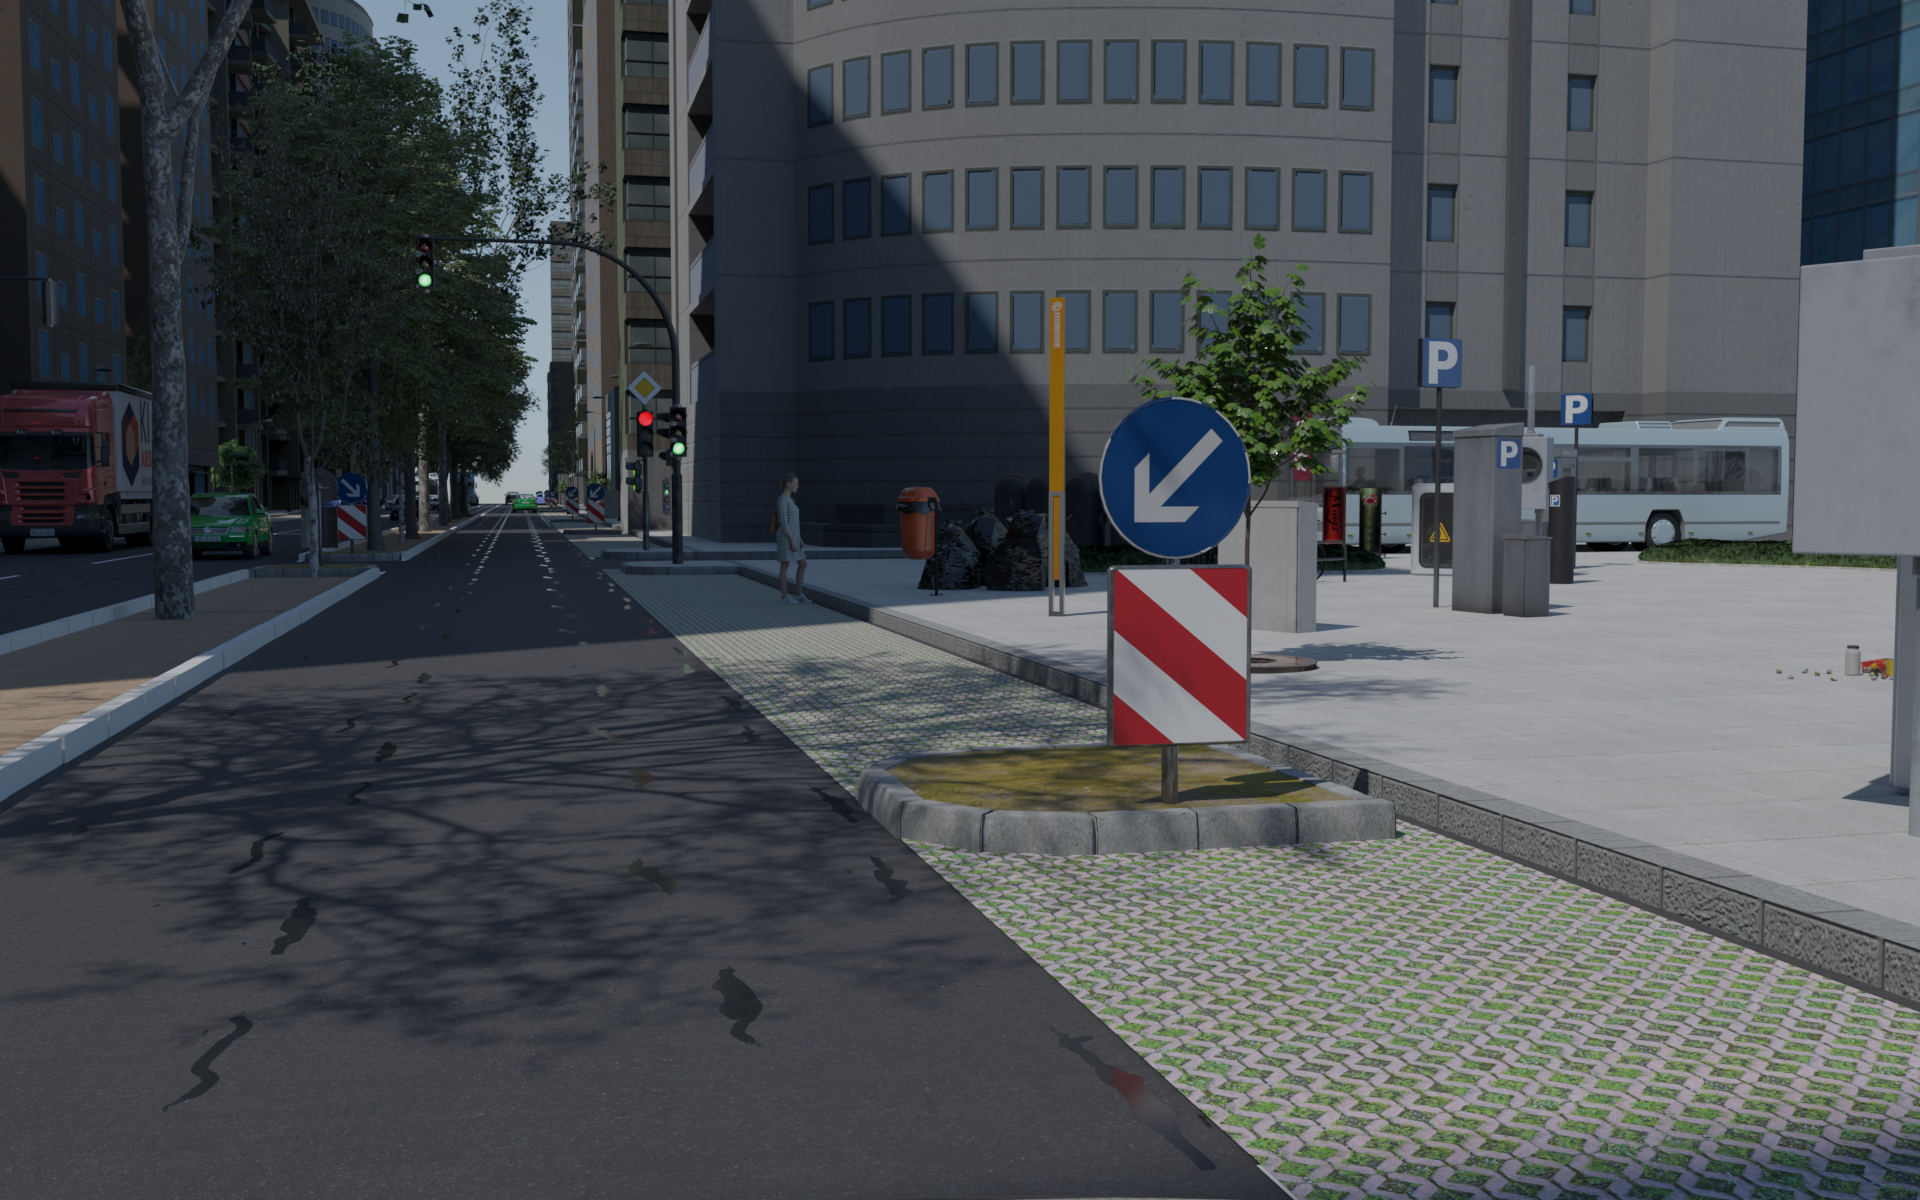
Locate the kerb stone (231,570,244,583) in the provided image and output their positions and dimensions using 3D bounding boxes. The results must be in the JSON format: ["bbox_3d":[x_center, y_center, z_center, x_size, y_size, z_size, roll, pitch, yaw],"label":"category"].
[{"bbox_3d":[-11.782,-0.357,28.040,0.120,0.150,1.000,-1,4,-14],"label":"kerb stone"}]

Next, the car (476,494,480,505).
[{"bbox_3d":[-65.215,-13.600,231.407,2.155,1.783,4.494,-1,4,-16],"label":"car"}]

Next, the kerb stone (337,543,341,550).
[{"bbox_3d":[-15.711,-1.301,43.473,0.120,0.150,1.000,-1,4,-14],"label":"kerb stone"}]

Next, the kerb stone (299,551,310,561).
[{"bbox_3d":[-14.197,-0.935,37.516,0.120,0.150,1.000,-1,4,-14],"label":"kerb stone"}]

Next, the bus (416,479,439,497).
[{"bbox_3d":[-62.952,-12.899,205.754,2.948,3.499,13.247,-1,4,-13],"label":"bus"}]

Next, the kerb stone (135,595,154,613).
[{"bbox_3d":[-10.015,0.073,21.085,0.120,0.150,1.000,-1,4,-14],"label":"kerb stone"}]

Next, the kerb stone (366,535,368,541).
[{"bbox_3d":[-17.737,-1.781,51.413,0.120,0.150,1.000,-1,4,-14],"label":"kerb stone"}]

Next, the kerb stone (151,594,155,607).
[{"bbox_3d":[-10.265,0.008,22.083,0.120,0.150,1.000,-1,4,-14],"label":"kerb stone"}]

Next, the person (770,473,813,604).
[{"bbox_3d":[-2.218,-0.794,22.492,0.522,1.701,0.512,0,4,7],"label":"person"}]

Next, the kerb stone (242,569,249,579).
[{"bbox_3d":[-12.037,-0.416,29.031,0.120,0.150,1.000,-1,4,-14],"label":"kerb stone"}]

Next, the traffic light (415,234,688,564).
[{"bbox_3d":[-7.223,-3.450,31.069,4.771,5.953,1.251,-1,4,-14],"label":"traffic light"}]

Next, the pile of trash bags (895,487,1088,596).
[{"bbox_3d":[0.240,-0.824,23.222,1.912,1.369,3.447,2,4,32],"label":"pile of trash bags"}]

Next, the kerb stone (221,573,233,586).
[{"bbox_3d":[-11.537,-0.297,27.044,0.120,0.150,1.000,-1,4,-14],"label":"kerb stone"}]

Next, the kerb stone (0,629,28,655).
[{"bbox_3d":[-8.744,0.372,16.106,0.120,0.150,1.000,-1,4,-14],"label":"kerb stone"}]

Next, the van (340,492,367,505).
[{"bbox_3d":[-42.381,-7.171,121.636,2.240,2.365,5.245,-1,4,-15],"label":"van"}]

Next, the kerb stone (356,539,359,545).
[{"bbox_3d":[-16.976,-1.603,48.427,0.120,0.150,1.000,-1,4,-14],"label":"kerb stone"}]

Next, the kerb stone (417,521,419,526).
[{"bbox_3d":[-25.585,-3.670,82.226,0.120,0.150,1.000,-1,4,-14],"label":"kerb stone"}]

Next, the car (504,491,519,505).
[{"bbox_3d":[-59.503,-13.568,230.507,2.281,1.827,5.304,-1,4,-14],"label":"car"}]

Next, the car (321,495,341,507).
[{"bbox_3d":[-46.555,-7.229,127.786,1.945,1.707,3.694,-1,4,-15],"label":"car"}]

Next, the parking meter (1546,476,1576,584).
[{"bbox_3d":[8.588,-0.999,24.752,0.372,1.533,0.369,0,3,0],"label":"parking meter"}]

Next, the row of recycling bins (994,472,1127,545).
[{"bbox_3d":[2.080,-1.555,32.543,3.534,1.692,1.069,3,5,39],"label":"row of recycling bins"}]

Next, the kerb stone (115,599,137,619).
[{"bbox_3d":[-9.748,0.129,20.090,0.120,0.150,1.000,-1,4,-14],"label":"kerb stone"}]

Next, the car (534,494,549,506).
[{"bbox_3d":[-51.288,-12.413,212.545,1.945,1.707,3.694,-1,4,-14],"label":"car"}]

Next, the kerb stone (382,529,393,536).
[{"bbox_3d":[-20.268,-2.393,61.352,0.120,0.150,1.000,-1,4,-14],"label":"kerb stone"}]

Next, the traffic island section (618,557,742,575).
[{"bbox_3d":[-5.176,-0.585,31.846,2.009,0.180,2.903,-1,4,-14],"label":"traffic island section"}]

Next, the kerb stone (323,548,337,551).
[{"bbox_3d":[-15.462,-1.237,42.481,0.120,0.150,1.000,-1,4,-14],"label":"kerb stone"}]

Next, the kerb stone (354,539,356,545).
[{"bbox_3d":[-16.725,-1.544,47.436,0.120,0.150,1.000,-1,4,-14],"label":"kerb stone"}]

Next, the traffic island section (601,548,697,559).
[{"bbox_3d":[-7.147,-1.058,39.585,2.009,0.180,2.903,-1,4,-14],"label":"traffic island section"}]

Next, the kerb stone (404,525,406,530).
[{"bbox_3d":[-22.039,-2.821,68.321,0.120,0.150,1.000,-1,4,-14],"label":"kerb stone"}]

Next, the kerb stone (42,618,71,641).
[{"bbox_3d":[-9.003,0.315,17.108,0.120,0.150,1.000,-1,4,-14],"label":"kerb stone"}]

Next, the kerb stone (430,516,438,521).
[{"bbox_3d":[-28.875,-4.458,95.130,0.120,0.150,1.000,-1,4,-14],"label":"kerb stone"}]

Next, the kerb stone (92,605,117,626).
[{"bbox_3d":[-9.501,0.189,19.098,0.120,0.150,1.000,-1,4,-14],"label":"kerb stone"}]

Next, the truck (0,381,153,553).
[{"bbox_3d":[-22.879,-3.457,45.442,2.839,4.237,11.283,-1,4,-15],"label":"truck"}]

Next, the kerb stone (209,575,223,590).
[{"bbox_3d":[-11.276,-0.236,26.055,0.120,0.150,1.000,-1,4,-14],"label":"kerb stone"}]

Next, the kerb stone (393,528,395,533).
[{"bbox_3d":[-20.519,-2.455,62.344,0.120,0.150,1.000,-1,4,-14],"label":"kerb stone"}]

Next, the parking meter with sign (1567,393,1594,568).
[{"bbox_3d":[10.119,-2.030,29.450,0.543,3.016,1.738,3,5,43],"label":"parking meter with sign"}]

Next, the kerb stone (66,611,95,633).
[{"bbox_3d":[-9.251,0.251,18.099,0.120,0.150,1.000,-1,4,-14],"label":"kerb stone"}]

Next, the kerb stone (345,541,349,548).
[{"bbox_3d":[-16.217,-1.422,45.456,0.120,0.150,1.000,-1,4,-14],"label":"kerb stone"}]

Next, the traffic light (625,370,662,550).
[{"bbox_3d":[-7.189,-3.091,39.461,0.839,4.253,0.868,-1,4,-14],"label":"traffic light"}]

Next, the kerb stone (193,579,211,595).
[{"bbox_3d":[-11.025,-0.174,25.064,0.120,0.150,1.000,-1,4,-14],"label":"kerb stone"}]

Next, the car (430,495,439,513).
[{"bbox_3d":[-40.724,-7.371,133.102,1.945,1.354,3.894,-1,4,-14],"label":"car"}]

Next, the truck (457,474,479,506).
[{"bbox_3d":[-60.941,-13.703,213.803,2.967,4.110,18.799,-1,4,-14],"label":"truck"}]

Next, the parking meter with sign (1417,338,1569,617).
[{"bbox_3d":[5.698,-1.375,18.738,0.543,3.016,1.738,-1,4,-22],"label":"parking meter with sign"}]

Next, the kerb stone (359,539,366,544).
[{"bbox_3d":[-17.481,-1.723,50.417,0.120,0.150,1.000,-1,4,-14],"label":"kerb stone"}]

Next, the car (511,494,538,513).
[{"bbox_3d":[-32.822,-7.446,130.545,1.959,1.807,4.718,-1,4,-15],"label":"car"}]

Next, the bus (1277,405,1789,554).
[{"bbox_3d":[13.234,-2.830,41.130,13.247,3.499,2.948,-1,4,-16],"label":"bus"}]

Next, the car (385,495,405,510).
[{"bbox_3d":[-51.827,-8.995,159.429,2.083,1.381,4.827,-1,4,-13],"label":"car"}]

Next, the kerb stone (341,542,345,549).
[{"bbox_3d":[-15.964,-1.358,44.463,0.120,0.150,1.000,-1,4,-14],"label":"kerb stone"}]

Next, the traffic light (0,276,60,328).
[{"bbox_3d":[-21.278,-3.746,35.908,4.771,5.953,1.251,-1,4,-14],"label":"traffic light"}]

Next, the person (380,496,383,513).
[{"bbox_3d":[-43.997,-7.320,131.365,0.799,1.438,0.628,2,4,31],"label":"person"}]

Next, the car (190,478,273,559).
[{"bbox_3d":[-16.736,-1.865,39.282,1.959,1.807,4.718,-1,4,-15],"label":"car"}]

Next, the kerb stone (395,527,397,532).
[{"bbox_3d":[-20.772,-2.506,63.341,0.120,0.150,1.000,-1,4,-14],"label":"kerb stone"}]

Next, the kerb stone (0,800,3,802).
[{"bbox_3d":[-4.435,0.887,7.687,0.120,0.150,1.000,-1,4,-14],"label":"kerb stone"}]

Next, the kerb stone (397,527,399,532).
[{"bbox_3d":[-21.025,-2.576,64.334,0.120,0.150,1.000,-1,4,-14],"label":"kerb stone"}]

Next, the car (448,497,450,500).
[{"bbox_3d":[-70.973,-13.757,237.287,2.083,1.381,4.827,-1,4,-15],"label":"car"}]

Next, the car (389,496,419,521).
[{"bbox_3d":[-30.119,-5.014,94.558,1.945,1.354,3.894,-1,4,-13],"label":"car"}]
